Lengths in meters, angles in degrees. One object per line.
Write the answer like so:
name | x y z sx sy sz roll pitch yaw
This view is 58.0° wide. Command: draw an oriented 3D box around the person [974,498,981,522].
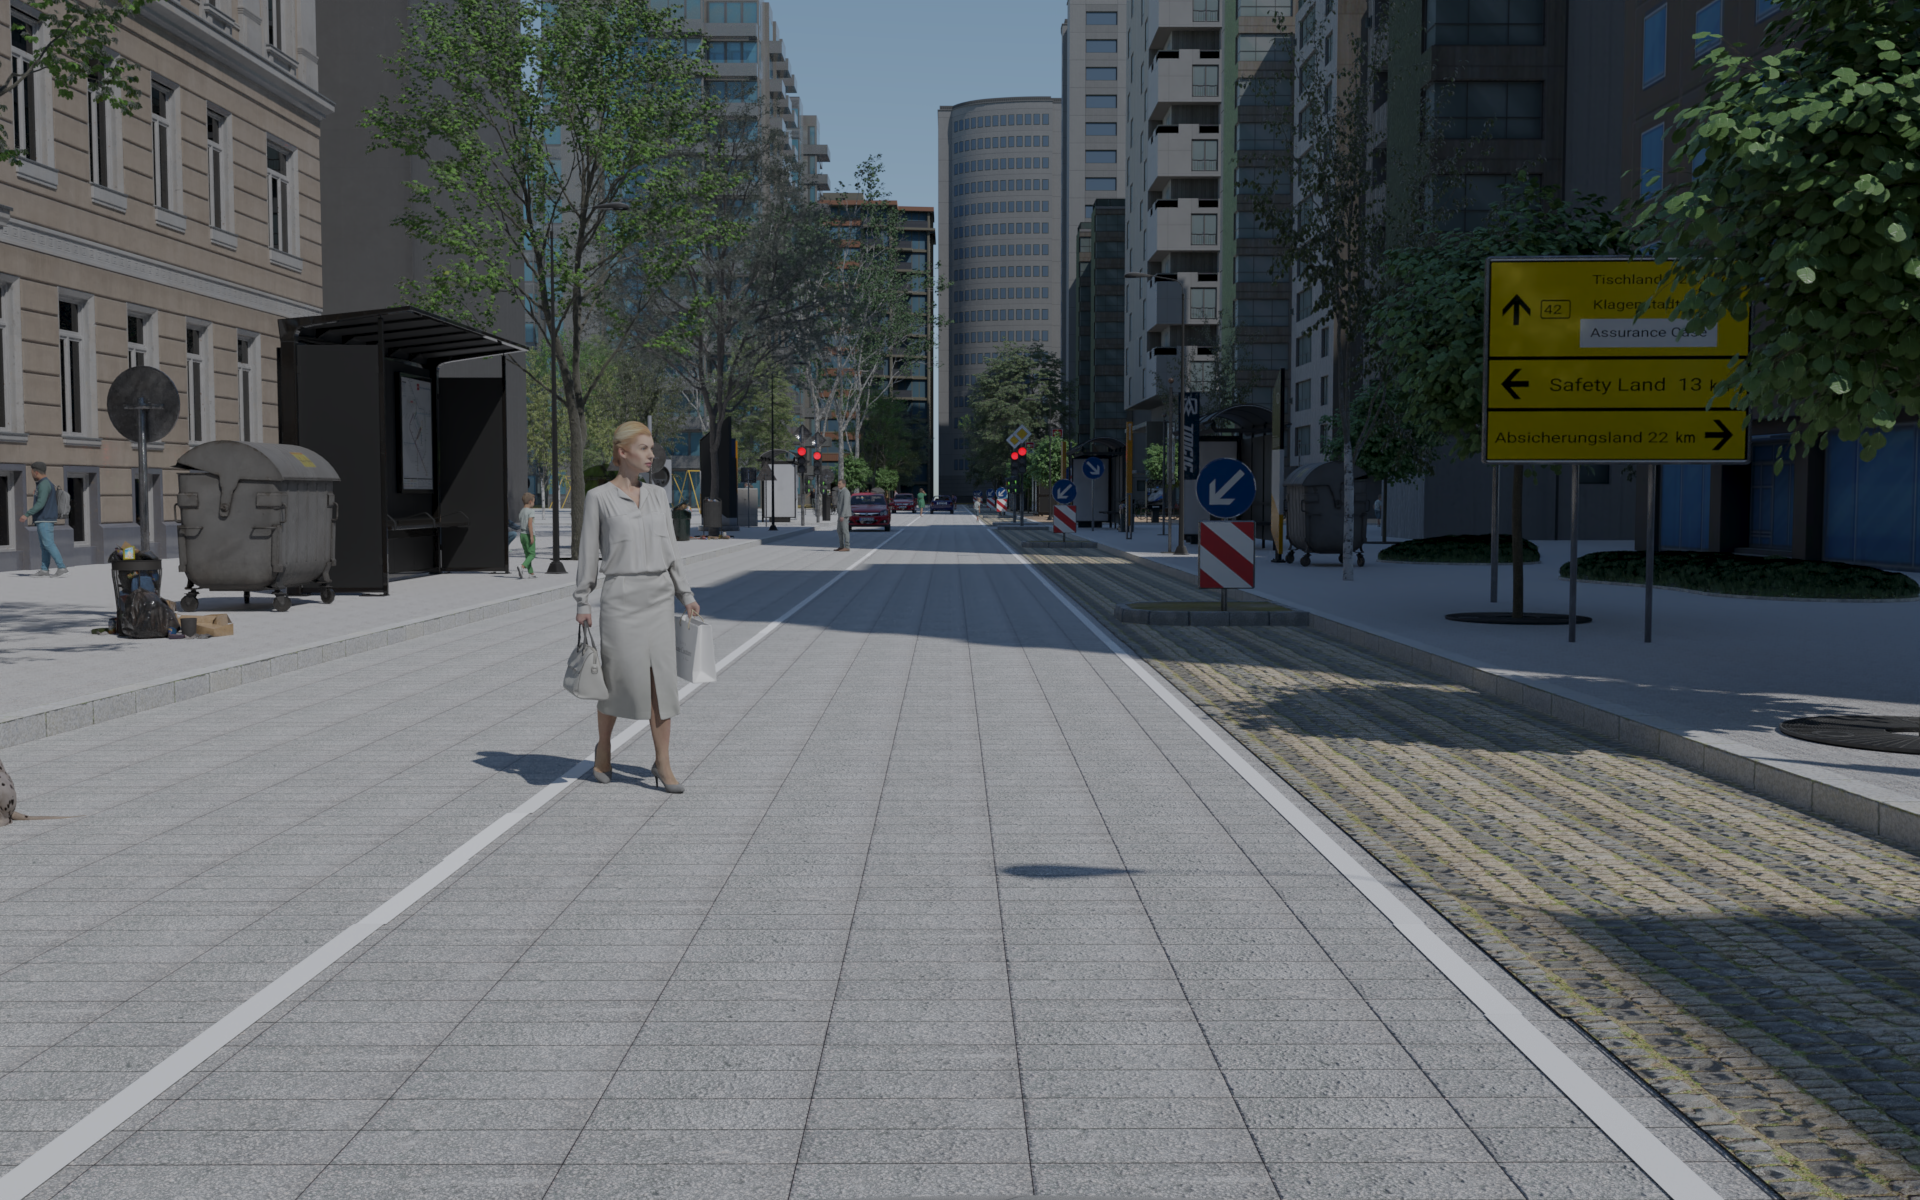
person | 0.877 -4.563 87.787 0.352 1.250 0.332 -1 4 -12

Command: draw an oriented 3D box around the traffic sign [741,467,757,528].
traffic sign | -8.062 -3.911 66.068 0.606 2.300 0.079 0 4 3

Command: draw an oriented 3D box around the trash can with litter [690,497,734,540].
trash can with litter | -7.417 -2.325 49.069 2.233 1.210 1.678 -1 4 -16

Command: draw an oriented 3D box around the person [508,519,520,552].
person | -10.045 -1.638 38.317 0.738 1.151 1.012 2 4 29

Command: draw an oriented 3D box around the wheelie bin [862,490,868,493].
wheelie bin | -6.757 -6.994 122.254 0.693 1.594 0.980 0 4 -1

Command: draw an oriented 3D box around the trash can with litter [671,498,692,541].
trash can with litter | -7.814 -2.184 47.090 1.055 1.170 0.624 -1 4 -11

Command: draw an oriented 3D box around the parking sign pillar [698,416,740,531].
parking sign pillar | -8.394 -4.391 60.259 1.447 3.967 1.447 2 4 33

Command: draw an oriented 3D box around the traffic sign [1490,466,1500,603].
traffic sign | 6.325 -1.244 20.442 0.768 2.556 0.104 0 4 1

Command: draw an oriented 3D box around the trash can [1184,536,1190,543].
trash can | 6.204 -2.091 45.842 0.748 1.137 0.748 0 3 0

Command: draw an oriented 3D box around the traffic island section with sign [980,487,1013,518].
traffic island section with sign | 2.338 -5.737 102.430 1.989 1.847 2.006 0 4 0

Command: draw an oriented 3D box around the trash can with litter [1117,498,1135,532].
trash can with litter | 5.518 -2.870 58.306 0.624 1.170 1.055 -1 4 -12

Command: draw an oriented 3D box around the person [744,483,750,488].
person | -8.636 -3.879 69.642 0.590 1.801 0.661 2 4 31

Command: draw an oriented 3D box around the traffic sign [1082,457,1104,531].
traffic sign | 4.580 -3.639 59.606 0.768 2.556 0.104 0 4 1

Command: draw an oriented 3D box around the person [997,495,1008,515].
person | 2.547 -5.855 104.246 0.660 1.820 0.620 0 4 2

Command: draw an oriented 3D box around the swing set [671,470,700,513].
swing set | -17.002 -7.194 115.242 3.119 2.851 2.862 -3 5 -42

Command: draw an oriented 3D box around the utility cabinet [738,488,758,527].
utility cabinet | -8.479 -3.599 67.517 1.173 1.500 0.318 -1 4 -9

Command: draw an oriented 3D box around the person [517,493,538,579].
person | -6.548 -0.971 26.169 0.306 1.304 0.590 1 4 18

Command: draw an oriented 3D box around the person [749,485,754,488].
person | -8.769 -3.877 72.092 0.583 1.804 0.606 0 4 -4

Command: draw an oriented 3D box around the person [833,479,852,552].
person | -2.903 -2.116 43.202 0.391 1.810 0.635 -1 4 -19

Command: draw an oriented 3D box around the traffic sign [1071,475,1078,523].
traffic sign | 5.242 -4.726 77.281 0.884 2.594 0.081 0 4 5

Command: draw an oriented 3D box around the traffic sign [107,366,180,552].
traffic sign | -8.108 -1.046 17.202 0.768 2.556 0.104 0 4 6

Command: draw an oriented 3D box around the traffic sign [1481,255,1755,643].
traffic sign | 5.624 -1.285 14.879 2.265 3.308 0.079 0 4 3

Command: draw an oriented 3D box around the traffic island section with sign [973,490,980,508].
traffic island section with sign | 2.180 -7.424 130.009 1.989 1.847 2.006 0 4 0

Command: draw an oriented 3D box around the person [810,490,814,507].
person | -14.606 -10.034 171.570 0.593 1.643 0.415 -3 4 -37

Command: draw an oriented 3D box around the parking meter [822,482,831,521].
parking meter | -6.376 -4.707 82.673 0.255 1.863 0.399 -3 5 -43

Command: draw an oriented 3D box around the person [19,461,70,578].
person | -14.048 -1.235 26.587 0.721 1.781 0.623 -2 4 -32

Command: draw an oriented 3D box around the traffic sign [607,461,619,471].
traffic sign | -7.616 -2.416 39.504 0.884 2.594 0.081 0 4 3

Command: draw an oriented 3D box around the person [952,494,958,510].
person | -0.491 -9.024 159.281 0.421 1.427 0.697 2 4 33

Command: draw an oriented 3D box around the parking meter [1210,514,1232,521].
parking meter | 4.774 -1.582 31.577 0.399 1.863 0.255 1 4 22

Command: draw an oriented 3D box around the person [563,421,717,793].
person | -1.572 0.025 8.448 0.694 1.780 0.624 -1 4 -22

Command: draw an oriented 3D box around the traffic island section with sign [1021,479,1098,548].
traffic island section with sign | 2.653 -2.322 46.586 1.989 1.847 2.006 0 4 0

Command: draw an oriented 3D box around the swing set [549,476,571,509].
swing set | -33.770 -9.347 150.443 2.862 2.851 3.119 -2 4 -34

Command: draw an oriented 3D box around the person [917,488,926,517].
person | -2.482 -6.235 110.694 0.600 1.795 0.529 1 4 15

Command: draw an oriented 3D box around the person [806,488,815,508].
person | -13.341 -9.287 157.891 1.348 1.822 0.705 1 4 10

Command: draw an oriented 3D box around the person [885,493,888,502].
person | -8.550 -11.928 201.165 0.705 1.812 1.348 0 4 -6

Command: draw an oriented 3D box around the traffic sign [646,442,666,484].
traffic sign | -7.510 -2.567 42.071 0.768 2.556 0.104 0 4 7

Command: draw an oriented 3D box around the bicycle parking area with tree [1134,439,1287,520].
bicycle parking area with tree | 13.175 -6.138 87.366 9.016 4.147 8.231 3 5 42

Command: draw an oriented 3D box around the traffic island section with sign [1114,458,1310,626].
traffic island section with sign | 2.785 -0.673 19.631 1.989 1.847 2.006 0 4 0

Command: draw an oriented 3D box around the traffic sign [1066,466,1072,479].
traffic sign | 5.073 -4.742 77.642 0.768 2.556 0.104 0 4 6

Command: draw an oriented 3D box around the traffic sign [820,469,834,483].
traffic sign | -6.701 -5.323 87.136 0.768 2.556 0.104 1 4 8

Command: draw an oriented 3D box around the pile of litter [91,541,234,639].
pile of litter | -7.325 -0.120 15.921 1.176 0.858 1.719 -2 4 -31

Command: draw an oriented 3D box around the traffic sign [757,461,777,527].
traffic sign | -7.652 -4.180 68.351 0.884 2.594 0.081 1 4 9

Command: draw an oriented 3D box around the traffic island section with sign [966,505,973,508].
traffic island section with sign | 1.898 -10.493 180.190 1.989 1.847 2.006 0 4 0

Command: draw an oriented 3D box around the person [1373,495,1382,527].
person | 16.343 -3.481 67.644 0.352 1.250 0.332 0 4 0
